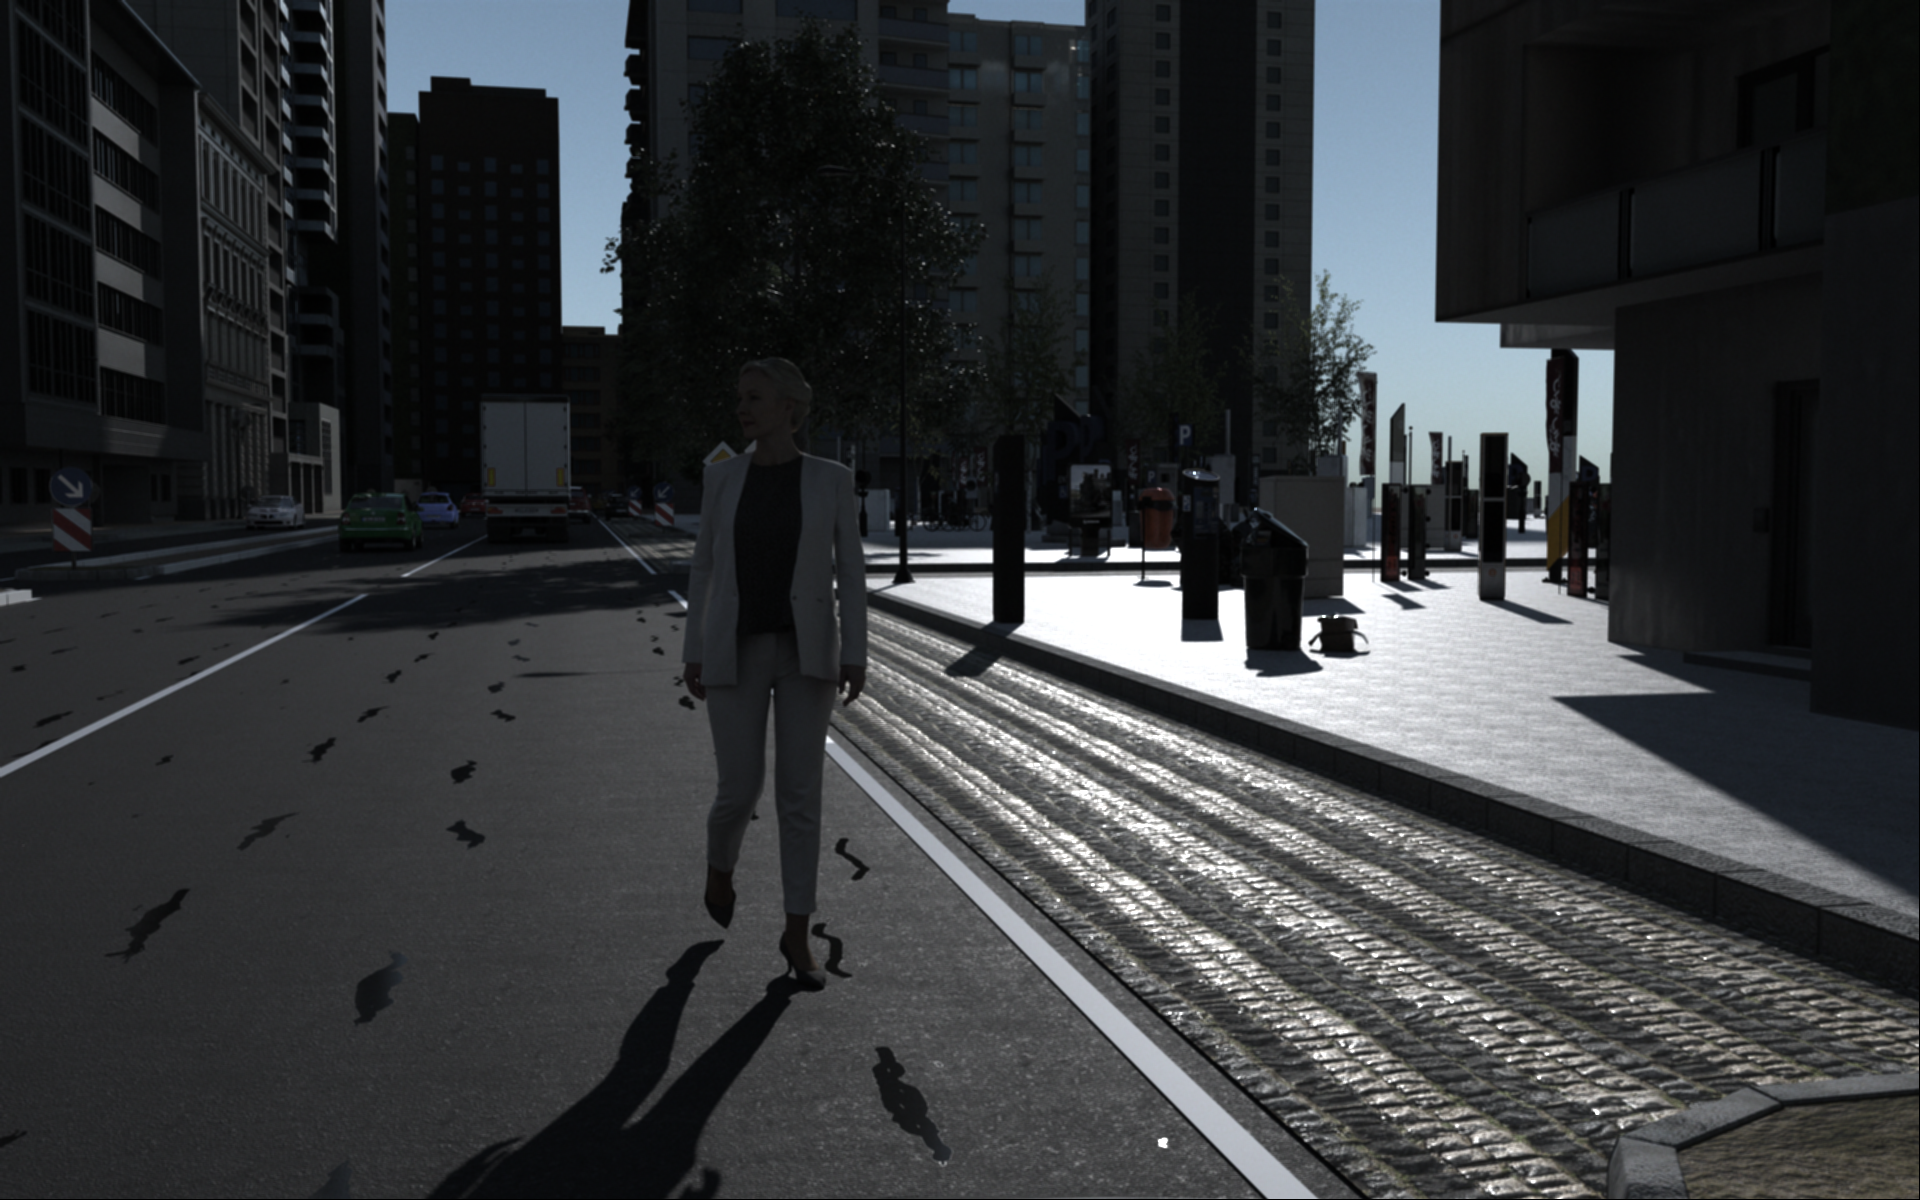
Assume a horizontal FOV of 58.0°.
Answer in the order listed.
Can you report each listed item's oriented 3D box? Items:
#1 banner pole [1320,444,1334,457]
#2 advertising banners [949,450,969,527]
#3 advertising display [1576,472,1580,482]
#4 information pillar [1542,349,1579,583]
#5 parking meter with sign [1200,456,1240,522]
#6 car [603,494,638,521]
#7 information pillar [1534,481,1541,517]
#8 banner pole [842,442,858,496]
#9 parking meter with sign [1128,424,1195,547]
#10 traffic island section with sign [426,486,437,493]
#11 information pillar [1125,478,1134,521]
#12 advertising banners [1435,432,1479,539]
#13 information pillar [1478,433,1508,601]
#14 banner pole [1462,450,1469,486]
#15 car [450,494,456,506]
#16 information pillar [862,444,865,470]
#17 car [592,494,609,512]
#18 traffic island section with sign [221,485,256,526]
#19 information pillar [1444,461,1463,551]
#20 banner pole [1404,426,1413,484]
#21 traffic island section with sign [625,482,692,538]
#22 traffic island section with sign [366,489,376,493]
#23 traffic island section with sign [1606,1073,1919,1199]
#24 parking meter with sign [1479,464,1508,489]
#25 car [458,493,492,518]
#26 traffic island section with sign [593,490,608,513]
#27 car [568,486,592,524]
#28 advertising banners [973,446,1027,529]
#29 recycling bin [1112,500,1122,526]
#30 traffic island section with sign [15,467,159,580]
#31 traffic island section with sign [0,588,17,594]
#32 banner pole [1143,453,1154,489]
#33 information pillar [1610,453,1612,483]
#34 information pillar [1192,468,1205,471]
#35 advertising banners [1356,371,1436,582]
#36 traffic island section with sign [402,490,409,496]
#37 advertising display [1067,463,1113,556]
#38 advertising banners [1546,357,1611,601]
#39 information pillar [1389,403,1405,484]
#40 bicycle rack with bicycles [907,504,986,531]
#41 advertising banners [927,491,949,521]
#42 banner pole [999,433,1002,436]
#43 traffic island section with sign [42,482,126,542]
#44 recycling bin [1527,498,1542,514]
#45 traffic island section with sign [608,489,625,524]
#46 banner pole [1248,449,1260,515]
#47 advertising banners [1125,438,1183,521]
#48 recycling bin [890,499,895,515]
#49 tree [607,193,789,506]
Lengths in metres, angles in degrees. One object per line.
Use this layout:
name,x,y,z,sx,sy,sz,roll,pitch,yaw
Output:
banner pole,18.425,-5.923,86.857,0.863,3.779,0.401,0,4,5
advertising banners,-0.044,-4.428,68.592,0.090,3.025,2.074,-1,4,-15
advertising display,17.312,-2.710,49.521,0.974,1.923,0.123,-2,4,-29
information pillar,8.645,-2.050,24.875,0.183,3.616,0.504,-1,4,-23
parking meter with sign,11.840,-5.054,78.897,1.738,3.016,0.543,0,4,-6
car,-18.178,-5.090,93.009,2.009,1.686,4.222,-1,4,-11
information pillar,32.344,-5.658,97.005,0.304,2.012,0.304,0,4,-3
banner pole,-5.347,-5.660,82.551,0.863,3.779,0.401,-1,4,-9
parking meter with sign,4.949,-2.841,42.706,1.738,3.016,0.543,-2,4,-34
traffic island section with sign,-31.478,-5.805,103.046,2.006,1.907,1.989,-1,4,-13
information pillar,7.843,-4.619,80.020,0.304,2.012,0.304,2,4,30
advertising banners,14.070,-3.246,49.266,2.074,3.025,0.090,-2,4,-30
information pillar,6.448,-1.008,20.968,0.304,2.012,0.304,1,4,13
banner pole,28.819,-6.658,98.880,0.401,3.779,0.863,-1,4,-8
car,-50.666,-9.823,170.398,2.009,1.686,4.222,-1,4,-11
information pillar,-3.751,-4.650,67.377,0.183,3.616,0.504,0,4,-5
car,-28.995,-8.009,141.170,2.015,1.641,3.980,-1,4,-11
traffic island section with sign,-32.550,-4.313,79.153,1.989,1.847,2.006,-1,4,-13
information pillar,11.066,-2.100,38.830,0.304,2.012,0.304,0,4,-6
banner pole,16.475,-4.539,64.229,0.863,3.779,0.401,3,5,40
traffic island section with sign,-9.848,-2.943,56.749,1.989,1.847,2.006,-1,4,-13
traffic island section with sign,-43.507,-7.303,128.037,1.989,1.847,2.006,-1,4,-13
traffic island section with sign,2.226,0.357,2.798,1.989,1.847,2.006,-1,4,-13
parking meter with sign,24.919,-5.232,81.798,1.738,3.016,0.543,2,4,34
car,-29.955,-6.002,107.166,2.155,1.783,4.494,-1,4,-14
traffic island section with sign,-32.524,-9.139,158.052,1.989,1.847,2.006,-1,4,-13
car,-19.171,-4.658,84.833,2.281,1.827,5.304,-1,4,-14
advertising banners,1.524,-4.127,63.660,2.074,3.025,0.090,0,4,2
recycling bin,6.082,-3.476,69.379,0.722,1.027,0.722,0,4,-8
traffic island section with sign,-15.053,-1.320,29.718,2.006,1.907,1.989,-1,4,-13
traffic island section with sign,-13.445,-0.878,22.487,2.006,1.907,1.989,-1,4,-13
banner pole,11.615,-7.101,106.122,0.863,3.779,0.401,1,4,21
information pillar,31.328,-5.597,82.868,0.183,3.616,0.504,-2,4,-25
information pillar,6.816,-2.761,49.626,0.304,2.012,0.304,0,4,-6
advertising banners,6.358,-1.789,25.431,0.090,3.025,2.074,3,5,44
traffic island section with sign,-49.385,-8.912,154.346,1.989,1.847,2.006,-1,4,-13
advertising display,2.679,-1.868,35.752,0.974,1.923,0.123,-1,4,-17
advertising banners,7.732,-1.553,21.581,0.090,3.025,2.074,0,4,-5
information pillar,11.253,-3.256,44.588,0.504,3.616,0.183,-3,4,-37
bicycle rack with bicycles,-0.436,-2.872,60.332,2.925,0.926,2.852,1,4,22
advertising banners,-0.542,-5.225,81.609,2.074,3.025,0.090,-1,4,-19
banner pole,1.635,-4.991,71.621,0.401,3.779,0.863,0,4,-4
traffic island section with sign,-26.663,-2.704,52.846,1.989,1.847,2.006,-1,4,-13
recycling bin,37.864,-6.221,114.271,0.722,1.027,0.722,-2,4,-30
traffic island section with sign,-15.731,-4.552,83.057,1.989,1.847,2.006,-1,4,-13
banner pole,16.069,-6.423,95.029,0.863,3.779,0.401,0,4,2
advertising banners,6.145,-3.553,54.272,2.074,3.025,0.090,1,4,23
recycling bin,-3.854,-5.151,96.768,0.722,1.027,0.722,1,4,13
tree,-9.170,-8.977,64.897,7.486,12.596,7.792,0,3,0
